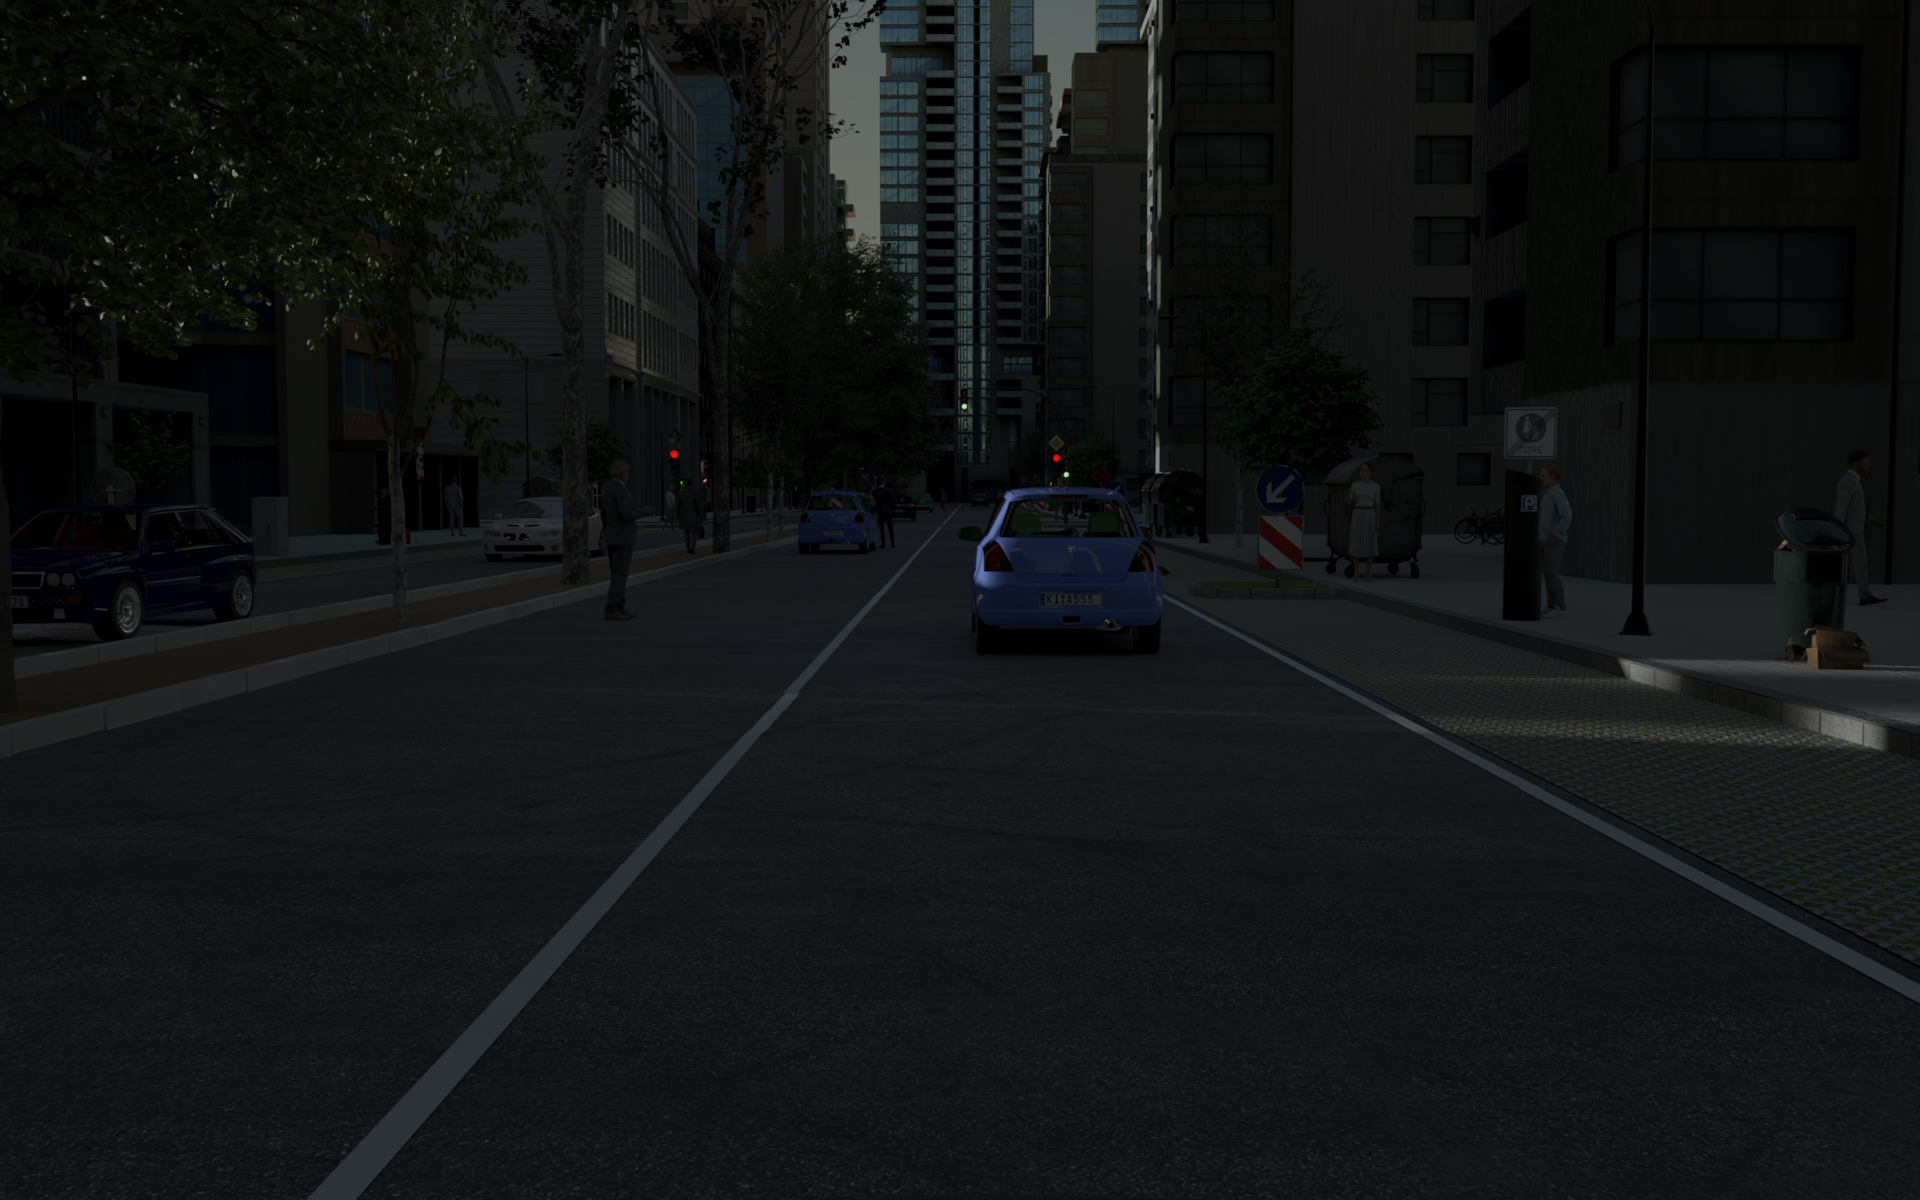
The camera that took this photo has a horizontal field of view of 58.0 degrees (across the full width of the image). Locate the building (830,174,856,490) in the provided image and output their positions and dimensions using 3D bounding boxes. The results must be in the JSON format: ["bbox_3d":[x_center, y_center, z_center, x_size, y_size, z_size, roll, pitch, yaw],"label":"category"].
[{"bbox_3d":[-30.530,-38.877,255.247,30.456,49.044,23.786,0,4,0],"label":"building"}]

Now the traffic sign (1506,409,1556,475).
[{"bbox_3d":[6.731,-1.124,20.507,0.606,2.300,0.079,0,4,1],"label":"traffic sign"}]

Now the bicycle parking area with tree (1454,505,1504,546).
[{"bbox_3d":[16.875,-3.577,45.493,9.016,4.147,8.231,2,4,32],"label":"bicycle parking area with tree"}]

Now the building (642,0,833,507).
[{"bbox_3d":[-27.367,-47.759,219.105,20.611,71.187,20.563,0,4,0],"label":"building"}]

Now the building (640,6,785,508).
[{"bbox_3d":[-24.344,-31.426,163.929,14.600,45.320,14.200,0,4,0],"label":"building"}]

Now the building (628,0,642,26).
[{"bbox_3d":[-26.950,-45.399,180.529,20.563,71.187,20.611,0,4,0],"label":"building"}]

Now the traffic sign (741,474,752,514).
[{"bbox_3d":[-13.654,-6.760,110.633,0.768,2.556,0.104,0,4,4],"label":"traffic sign"}]

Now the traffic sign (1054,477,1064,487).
[{"bbox_3d":[6.738,-7.243,118.428,0.884,2.594,0.081,0,4,1],"label":"traffic sign"}]

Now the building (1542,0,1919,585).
[{"bbox_3d":[16.523,-15.828,30.488,14.160,30.474,14.107,0,4,0],"label":"building"}]

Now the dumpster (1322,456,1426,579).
[{"bbox_3d":[6.445,-1.297,26.957,1.264,1.857,1.865,0,4,0],"label":"dumpster"}]

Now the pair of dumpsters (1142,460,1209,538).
[{"bbox_3d":[6.480,-3.043,52.245,1.574,2.255,4.437,0,4,0],"label":"pair of dumpsters"}]

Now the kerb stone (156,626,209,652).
[{"bbox_3d":[-7.294,0.374,16.107,0.120,0.150,1.000,0,4,0],"label":"kerb stone"}]

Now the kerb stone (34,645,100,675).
[{"bbox_3d":[-7.315,0.501,14.062,0.120,0.150,1.000,0,4,0],"label":"kerb stone"}]

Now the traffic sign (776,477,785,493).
[{"bbox_3d":[-13.689,-8.016,131.073,0.884,2.594,0.081,1,4,9],"label":"traffic sign"}]

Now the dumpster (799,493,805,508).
[{"bbox_3d":[-13.893,-9.229,156.651,1.264,1.857,1.865,0,4,0],"label":"dumpster"}]

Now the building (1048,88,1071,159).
[{"bbox_3d":[21.469,-32.475,185.589,22.147,44.769,28.867,0,4,0],"label":"building"}]

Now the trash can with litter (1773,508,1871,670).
[{"bbox_3d":[6.559,-0.101,13.041,0.624,1.170,1.055,0,4,5],"label":"trash can with litter"}]

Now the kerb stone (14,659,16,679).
[{"bbox_3d":[-7.309,0.561,13.040,0.120,0.150,1.000,0,4,0],"label":"kerb stone"}]

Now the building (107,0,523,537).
[{"bbox_3d":[-31.912,-24.624,57.222,28.867,44.769,22.147,0,4,0],"label":"building"}]

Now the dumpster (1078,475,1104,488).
[{"bbox_3d":[6.670,-5.205,87.588,1.502,2.255,1.985,0,4,0],"label":"dumpster"}]

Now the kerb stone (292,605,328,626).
[{"bbox_3d":[-7.278,0.184,19.182,0.120,0.150,1.000,0,4,0],"label":"kerb stone"}]

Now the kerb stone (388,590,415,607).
[{"bbox_3d":[-7.261,-0.001,22.250,0.120,0.150,1.000,0,4,0],"label":"kerb stone"}]

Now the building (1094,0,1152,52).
[{"bbox_3d":[31.257,-57.476,252.398,31.000,86.520,22.319,0,4,0],"label":"building"}]

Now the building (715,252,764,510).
[{"bbox_3d":[-23.522,-18.429,143.111,13.314,21.916,24.055,0,4,0],"label":"building"}]

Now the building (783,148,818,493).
[{"bbox_3d":[-23.845,-31.517,198.901,14.154,41.232,14.086,0,4,0],"label":"building"}]

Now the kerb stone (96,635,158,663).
[{"bbox_3d":[-7.304,0.435,15.084,0.120,0.150,1.000,0,4,0],"label":"kerb stone"}]

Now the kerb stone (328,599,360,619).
[{"bbox_3d":[-7.270,0.122,20.204,0.120,0.150,1.000,0,4,0],"label":"kerb stone"}]

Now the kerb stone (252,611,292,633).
[{"bbox_3d":[-7.288,0.247,18.153,0.120,0.150,1.000,0,4,0],"label":"kerb stone"}]

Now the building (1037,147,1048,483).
[{"bbox_3d":[20.845,-34.295,215.341,22.147,44.769,28.867,0,4,0],"label":"building"}]

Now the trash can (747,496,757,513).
[{"bbox_3d":[-14.094,-6.443,116.994,0.748,1.137,0.748,0,3,0],"label":"trash can"}]

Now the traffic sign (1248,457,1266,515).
[{"bbox_3d":[6.520,-2.266,37.060,0.884,2.594,0.081,0,4,5],"label":"traffic sign"}]

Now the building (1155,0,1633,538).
[{"bbox_3d":[13.772,-17.689,60.913,14.160,30.474,14.107,0,4,0],"label":"building"}]

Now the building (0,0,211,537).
[{"bbox_3d":[-28.496,-36.538,35.653,20.563,71.187,20.611,0,4,0],"label":"building"}]

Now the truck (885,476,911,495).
[{"bbox_3d":[-7.571,-13.695,212.824,2.839,4.237,11.283,0,4,1],"label":"truck"}]

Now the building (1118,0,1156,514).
[{"bbox_3d":[25.673,-26.068,118.086,32.217,40.220,23.993,0,4,0],"label":"building"}]

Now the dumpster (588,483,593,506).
[{"bbox_3d":[-14.246,-3.532,63.506,1.264,1.857,1.865,0,4,0],"label":"dumpster"}]

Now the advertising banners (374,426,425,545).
[{"bbox_3d":[-14.266,-2.942,44.292,0.090,3.025,2.074,1,4,20],"label":"advertising banners"}]

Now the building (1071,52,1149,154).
[{"bbox_3d":[17.415,-29.400,164.285,14.154,41.232,14.086,0,4,0],"label":"building"}]

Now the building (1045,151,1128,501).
[{"bbox_3d":[14.348,-23.139,150.019,14.160,30.474,14.107,0,4,0],"label":"building"}]

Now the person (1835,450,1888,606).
[{"bbox_3d":[10.251,-0.836,19.981,0.850,1.792,0.678,2,4,24],"label":"person"}]

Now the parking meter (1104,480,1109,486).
[{"bbox_3d":[6.298,-4.126,73.178,0.399,1.863,0.255,0,4,7],"label":"parking meter"}]

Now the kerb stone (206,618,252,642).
[{"bbox_3d":[-7.294,0.310,17.131,0.120,0.150,1.000,0,4,0],"label":"kerb stone"}]

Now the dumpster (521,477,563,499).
[{"bbox_3d":[-14.254,-3.285,59.475,1.264,1.857,1.865,0,4,0],"label":"dumpster"}]

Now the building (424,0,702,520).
[{"bbox_3d":[-22.845,-19.728,100.043,11.434,29.767,29.804,0,4,0],"label":"building"}]

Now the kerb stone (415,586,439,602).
[{"bbox_3d":[-7.253,-0.066,23.272,0.120,0.150,1.000,0,4,0],"label":"kerb stone"}]

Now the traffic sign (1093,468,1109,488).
[{"bbox_3d":[6.810,-5.107,83.604,0.768,2.556,0.104,0,4,8],"label":"traffic sign"}]

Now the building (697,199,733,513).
[{"bbox_3d":[-23.462,-17.941,123.018,12.332,23.373,15.834,0,4,0],"label":"building"}]

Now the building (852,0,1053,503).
[{"bbox_3d":[0.261,-57.520,253.126,31.000,86.520,22.319,0,4,0],"label":"building"}]

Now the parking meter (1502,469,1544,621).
[{"bbox_3d":[5.728,-0.563,17.620,0.372,1.533,0.369,0,3,0],"label":"parking meter"}]

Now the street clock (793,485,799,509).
[{"bbox_3d":[-13.793,-8.653,146.045,0.358,2.002,0.471,3,5,45],"label":"street clock"}]

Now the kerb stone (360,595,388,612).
[{"bbox_3d":[-7.266,0.059,21.226,0.120,0.150,1.000,0,4,0],"label":"kerb stone"}]
